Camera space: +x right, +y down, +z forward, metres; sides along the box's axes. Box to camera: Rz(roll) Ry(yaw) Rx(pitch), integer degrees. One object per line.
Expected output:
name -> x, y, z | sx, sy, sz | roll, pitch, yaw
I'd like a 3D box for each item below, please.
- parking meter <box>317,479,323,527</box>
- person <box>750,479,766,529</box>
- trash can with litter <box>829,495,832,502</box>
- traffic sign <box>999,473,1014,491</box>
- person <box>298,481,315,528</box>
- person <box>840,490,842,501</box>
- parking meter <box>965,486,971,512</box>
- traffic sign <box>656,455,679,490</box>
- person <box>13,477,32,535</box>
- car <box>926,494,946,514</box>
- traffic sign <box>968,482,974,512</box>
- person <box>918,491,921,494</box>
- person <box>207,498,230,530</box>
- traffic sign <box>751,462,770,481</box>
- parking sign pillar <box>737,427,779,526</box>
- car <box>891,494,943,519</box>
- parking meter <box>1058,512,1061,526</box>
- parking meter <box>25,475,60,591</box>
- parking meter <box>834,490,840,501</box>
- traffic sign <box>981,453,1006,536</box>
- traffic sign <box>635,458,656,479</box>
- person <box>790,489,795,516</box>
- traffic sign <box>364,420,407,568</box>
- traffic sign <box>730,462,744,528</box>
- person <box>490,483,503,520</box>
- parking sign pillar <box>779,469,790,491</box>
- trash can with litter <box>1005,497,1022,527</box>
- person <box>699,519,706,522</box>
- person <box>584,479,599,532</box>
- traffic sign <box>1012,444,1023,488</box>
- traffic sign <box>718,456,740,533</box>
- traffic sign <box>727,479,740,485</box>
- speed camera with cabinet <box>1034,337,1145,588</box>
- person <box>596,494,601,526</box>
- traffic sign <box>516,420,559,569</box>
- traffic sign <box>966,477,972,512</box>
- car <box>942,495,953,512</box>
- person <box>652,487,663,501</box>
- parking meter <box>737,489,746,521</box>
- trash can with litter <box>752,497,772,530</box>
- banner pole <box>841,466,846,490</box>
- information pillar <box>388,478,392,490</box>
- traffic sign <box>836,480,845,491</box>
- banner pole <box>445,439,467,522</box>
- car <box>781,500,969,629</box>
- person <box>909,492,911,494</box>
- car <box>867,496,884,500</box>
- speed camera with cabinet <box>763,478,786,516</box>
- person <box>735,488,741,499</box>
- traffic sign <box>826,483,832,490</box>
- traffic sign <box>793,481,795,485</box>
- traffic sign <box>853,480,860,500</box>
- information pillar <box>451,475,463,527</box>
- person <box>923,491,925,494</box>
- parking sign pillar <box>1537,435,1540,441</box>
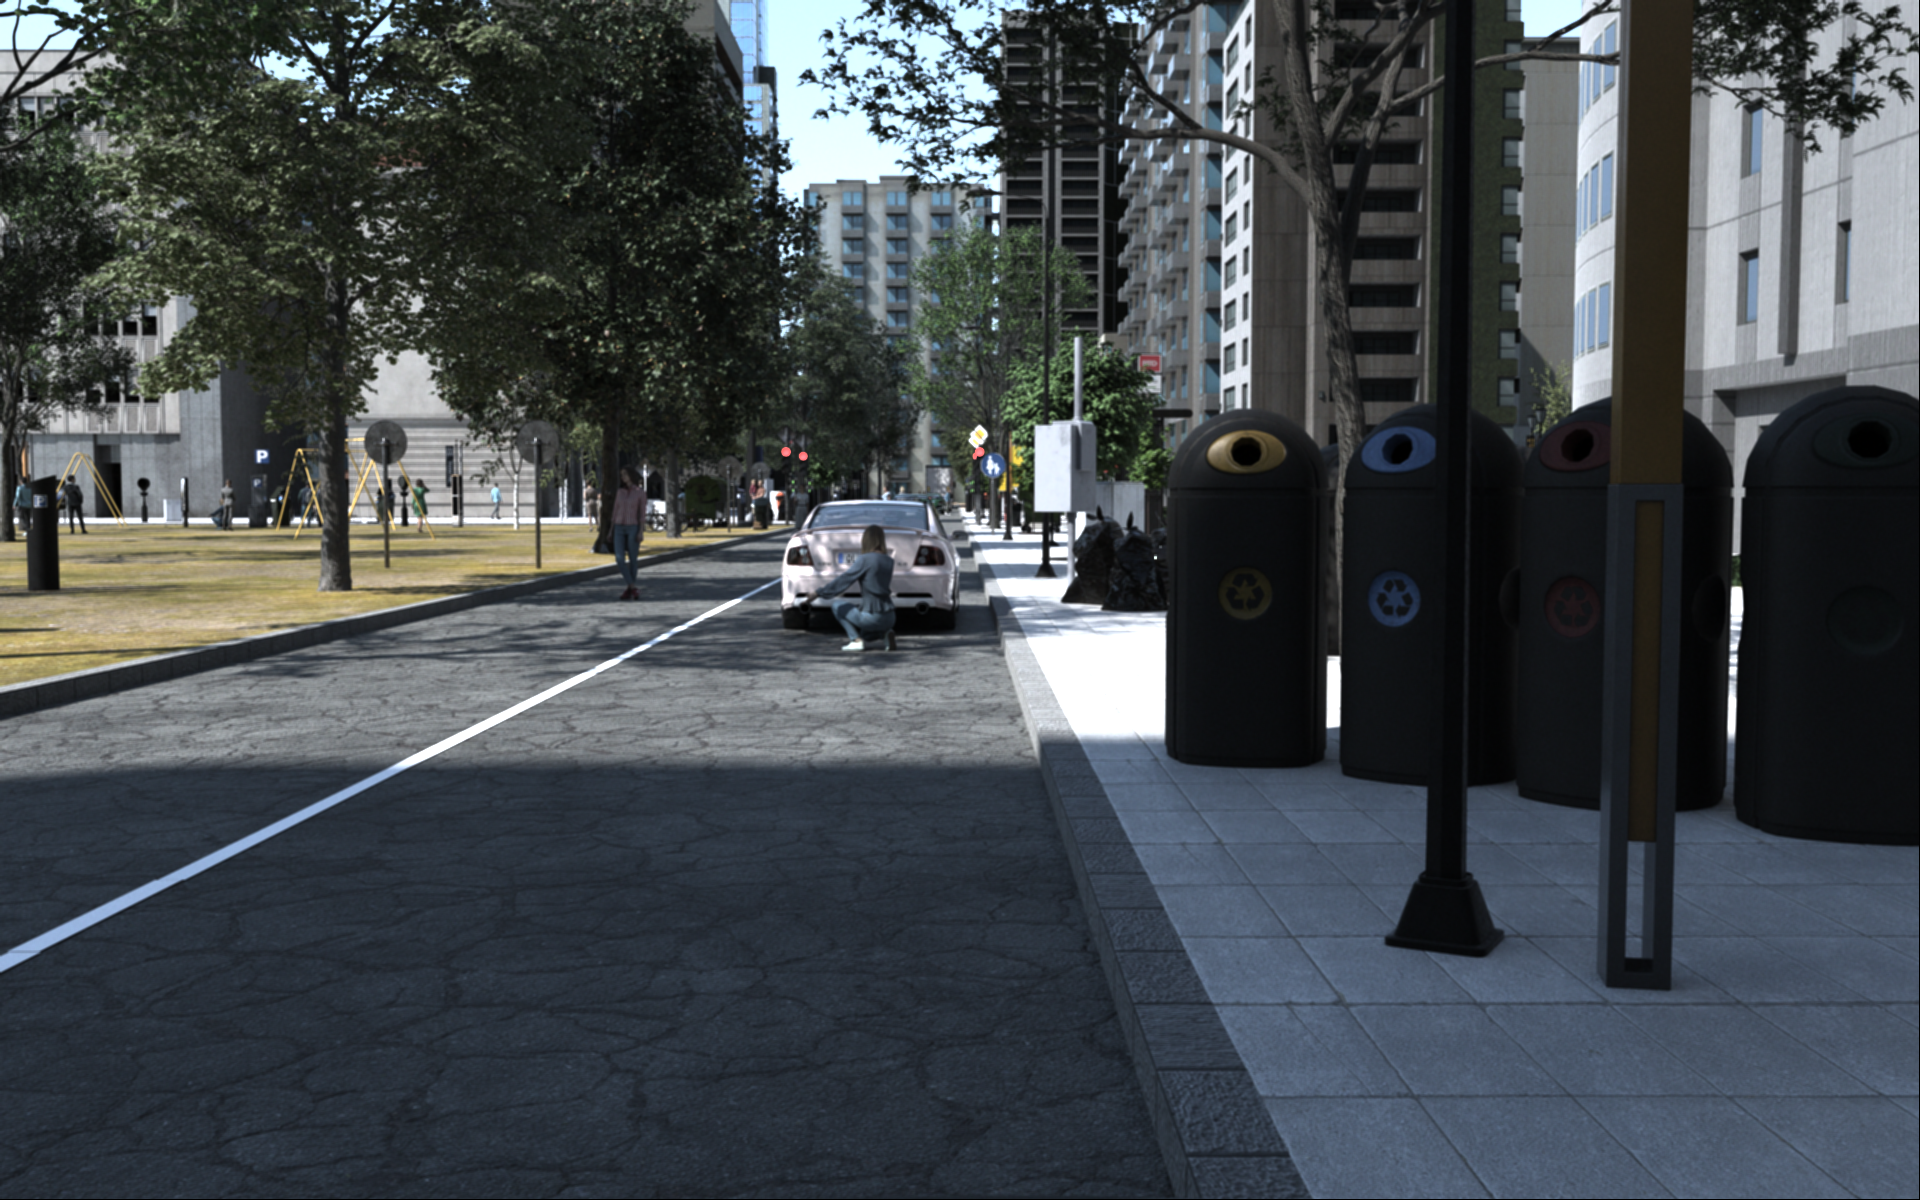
parking meter -> -24.849, -3.778, 67.481 | 0.255, 1.863, 0.399 | -2, 4, -35
person -> -7.546, -3.571, 64.397 | 0.580, 1.828, 0.573 | -2, 4, -23
trash can with litter -> -10.222, -7.727, 137.401 | 1.678, 1.210, 2.233 | -2, 4, -24
traffic sign -> 4.546, -9.744, 153.192 | 2.265, 3.308, 0.079 | 0, 4, 8
person -> -24.584, -3.599, 65.238 | 0.623, 1.781, 0.721 | -1, 4, -21
person -> -13.049, -11.136, 188.829 | 1.217, 1.735, 0.721 | 3, 5, 39
parking meter -> 0.588, -7.056, 121.073 | 0.255, 1.863, 0.399 | -3, 5, -40
traffic sign -> -9.493, -3.434, 56.258 | 0.768, 2.556, 0.104 | 0, 4, 1
person -> -29.007, -2.918, 53.771 | 0.620, 1.820, 0.660 | 1, 4, 20
car -> -1.946, -6.834, 123.529 | 2.131, 1.459, 4.920 | 0, 4, 2
traffic sign -> 0.928, -7.364, 120.504 | 0.768, 2.556, 0.104 | 0, 4, 1
person -> -4.857, -12.271, 209.273 | 1.348, 1.807, 0.705 | 0, 4, 4
person -> -26.596, -3.094, 62.127 | 0.738, 1.151, 1.012 | 1, 4, 11
traffic sign -> -7.914, -4.185, 68.535 | 0.768, 2.556, 0.104 | 0, 4, 7
parking sign pillar -> -8.344, -5.006, 70.315 | 1.447, 3.967, 1.447 | -1, 4, -18
car -> -1.622, -2.784, 57.316 | 2.131, 1.459, 4.920 | 0, 4, -1
parking meter -> 3.821, -3.690, 68.743 | 0.372, 1.533, 0.369 | 0, 3, 0
parking meter -> -12.208, -0.895, 23.038 | 0.372, 1.533, 0.369 | 0, 3, 0
parking meter -> -7.253, -5.725, 102.011 | 0.372, 1.533, 0.369 | 0, 3, 0
traffic sign -> 1.020, -3.259, 53.388 | 0.768, 2.556, 0.104 | 0, 4, 1
traffic sign -> -11.303, -3.822, 62.217 | 0.795, 2.593, 0.064 | 0, 4, 8
person -> -9.819, -5.936, 103.328 | 0.478, 1.798, 0.641 | 2, 4, 31
traffic sign -> -9.933, -1.826, 29.958 | 0.768, 2.556, 0.104 | 0, 4, 5
traffic sign -> -8.530, -3.984, 65.252 | 0.768, 2.556, 0.104 | 0, 4, 6
person -> -23.355, -4.961, 87.021 | 0.748, 1.841, 0.638 | -3, 5, -43
parking sign pillar -> -11.358, -7.378, 109.102 | 1.447, 3.967, 1.447 | 3, 5, 42
trash can with litter -> 2.342, -3.449, 67.785 | 1.055, 1.170, 0.624 | -2, 4, -24
person -> -11.715, -4.419, 78.267 | 0.580, 1.828, 0.573 | -1, 4, -11
person -> -12.537, -3.212, 58.892 | 0.599, 1.781, 0.374 | -2, 4, -32
traffic sign -> 3.229, -4.723, 71.097 | 2.265, 3.308, 0.079 | 0, 4, 0
traffic sign -> -7.650, -3.500, 57.339 | 0.768, 2.556, 0.104 | 0, 4, 4
traffic sign -> -10.398, -4.735, 79.550 | 0.606, 2.300, 0.079 | 1, 4, 9
speed camera with cabinet -> 1.709, -1.728, 22.584 | 0.660, 3.252, 2.038 | 2, 4, 33
person -> -14.489, -3.644, 69.892 | 0.475, 1.303, 0.640 | -2, 4, -27
traffic sign -> -7.265, -1.815, 29.775 | 0.768, 2.556, 0.104 | 1, 4, 9
traffic sign -> 0.779, -7.420, 121.424 | 0.768, 2.556, 0.104 | 0, 4, 5
car -> -1.617, -7.938, 142.149 | 2.083, 1.381, 4.827 | 0, 4, -1
person -> -17.633, -5.870, 102.230 | 1.509, 1.804, 0.699 | -2, 4, -24
parking meter -> -9.978, -4.317, 78.995 | 0.372, 1.533, 0.369 | 0, 3, 0
trash can with litter -> -7.164, -3.130, 62.566 | 0.624, 1.170, 1.055 | 0, 4, 4
banner pole -> -8.173, -7.932, 119.711 | 0.863, 3.779, 0.401 | 3, 5, 41
information pillar -> -26.855, -4.701, 81.354 | 0.304, 2.012, 0.304 | -3, 4, -36
traffic sign -> -8.257, -7.244, 118.439 | 0.884, 2.594, 0.081 | 0, 4, 5
banner pole -> -23.054, -5.427, 78.745 | 0.401, 3.779, 0.863 | 2, 4, 32
car -> -0.945, -0.451, 19.729 | 2.083, 1.381, 4.827 | 0, 4, 1
person -> -6.035, -12.080, 206.830 | 1.217, 1.723, 0.721 | -3, 5, -42
car -> -5.514, -6.280, 115.263 | 1.945, 1.354, 3.894 | 0, 4, -1
speed camera with cabinet -> -10.729, -6.445, 99.705 | 0.660, 3.252, 2.038 | -3, 5, -42
person -> -17.568, -8.017, 137.799 | 0.731, 1.740, 0.598 | -1, 4, -11
traffic sign -> -8.519, -6.761, 110.640 | 0.768, 2.556, 0.104 | 1, 4, 9
traffic sign -> -11.311, -7.139, 118.854 | 0.606, 2.300, 0.079 | 1, 4, 8
traffic sign -> -7.421, -7.383, 122.841 | 0.606, 2.300, 0.079 | 0, 4, 1
information pillar -> -19.498, -3.833, 67.160 | 0.304, 2.012, 0.304 | 1, 4, 13
person -> -4.673, -13.345, 226.708 | 0.705, 1.821, 1.348 | -2, 4, -26
parking sign pillar -> 26.843, -5.581, 79.717 | 1.447, 3.967, 1.447 | 2, 4, 29
